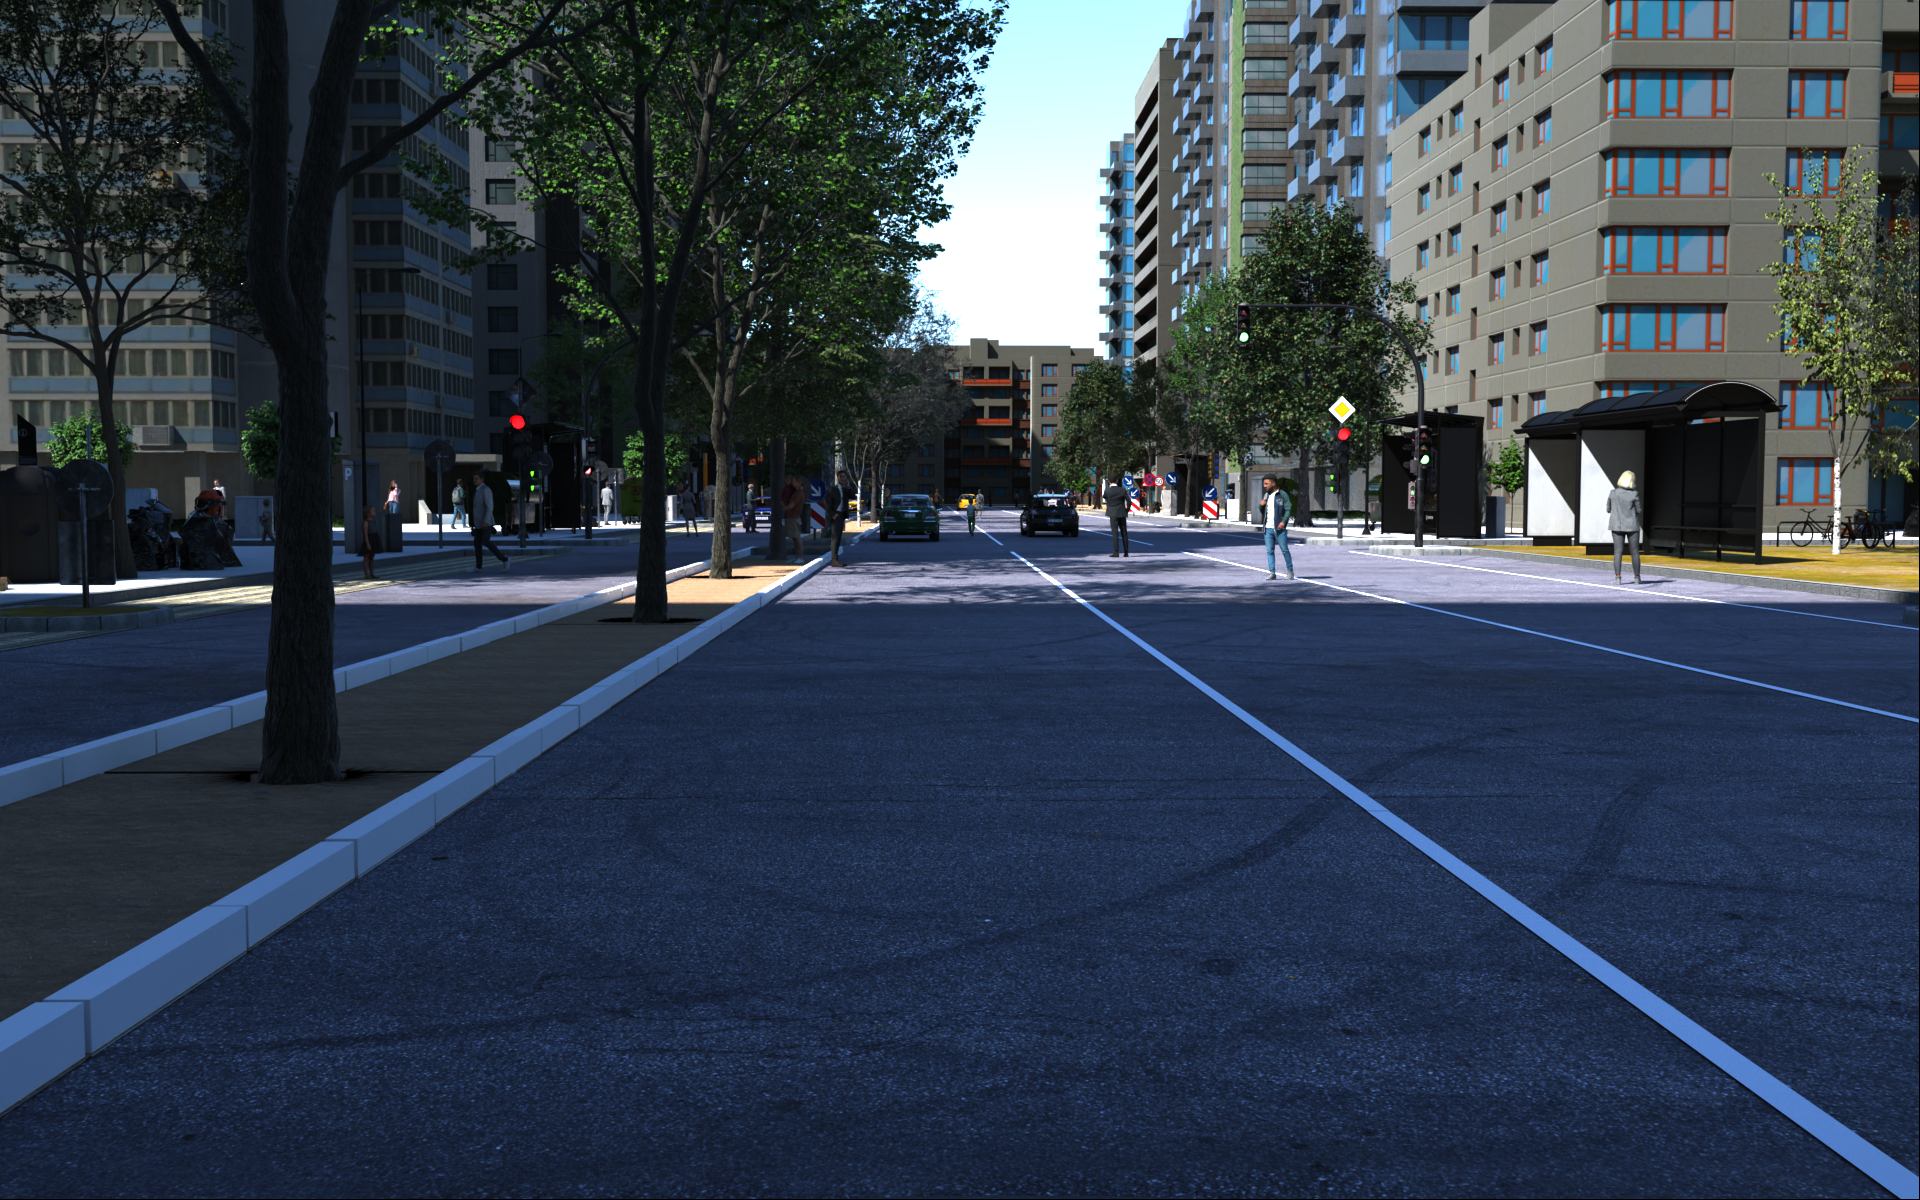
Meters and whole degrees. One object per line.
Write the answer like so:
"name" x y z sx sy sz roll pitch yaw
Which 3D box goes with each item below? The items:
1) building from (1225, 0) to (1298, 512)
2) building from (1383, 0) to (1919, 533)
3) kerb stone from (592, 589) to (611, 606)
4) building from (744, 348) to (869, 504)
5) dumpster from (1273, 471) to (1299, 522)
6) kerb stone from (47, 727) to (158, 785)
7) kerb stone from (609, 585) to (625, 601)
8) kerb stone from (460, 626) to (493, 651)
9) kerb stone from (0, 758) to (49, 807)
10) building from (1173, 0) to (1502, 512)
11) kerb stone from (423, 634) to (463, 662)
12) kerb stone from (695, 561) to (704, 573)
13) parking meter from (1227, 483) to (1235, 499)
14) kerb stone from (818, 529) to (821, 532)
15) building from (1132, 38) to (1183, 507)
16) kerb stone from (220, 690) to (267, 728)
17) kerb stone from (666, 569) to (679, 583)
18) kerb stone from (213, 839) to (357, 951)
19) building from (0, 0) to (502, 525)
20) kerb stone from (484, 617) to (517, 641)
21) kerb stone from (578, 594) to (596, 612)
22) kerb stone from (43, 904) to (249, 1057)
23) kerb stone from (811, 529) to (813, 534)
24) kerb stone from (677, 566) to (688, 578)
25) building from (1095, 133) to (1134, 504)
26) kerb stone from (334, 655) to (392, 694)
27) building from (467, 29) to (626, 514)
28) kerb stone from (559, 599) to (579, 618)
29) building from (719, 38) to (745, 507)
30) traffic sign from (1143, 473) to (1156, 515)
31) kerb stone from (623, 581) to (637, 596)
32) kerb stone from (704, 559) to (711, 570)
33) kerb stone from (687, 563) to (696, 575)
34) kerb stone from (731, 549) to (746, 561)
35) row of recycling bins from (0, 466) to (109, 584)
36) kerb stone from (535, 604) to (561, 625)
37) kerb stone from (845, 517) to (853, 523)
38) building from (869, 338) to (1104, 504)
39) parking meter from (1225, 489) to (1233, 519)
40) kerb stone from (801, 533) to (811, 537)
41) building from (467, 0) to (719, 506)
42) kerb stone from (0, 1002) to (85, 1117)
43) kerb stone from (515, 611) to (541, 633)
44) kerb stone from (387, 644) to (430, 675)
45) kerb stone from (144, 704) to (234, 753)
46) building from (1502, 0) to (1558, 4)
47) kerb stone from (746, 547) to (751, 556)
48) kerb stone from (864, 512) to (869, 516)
"building" 27.432 -27.459 132.546 14.154 41.232 14.086 0 4 -1
"building" 35.205 -13.764 70.084 28.899 21.520 27.650 0 4 -1
"kerb stone" -4.681 -0.006 22.290 0.120 0.150 1.000 0 4 -1
"building" -25.665 -23.541 229.940 28.899 21.520 27.650 0 4 -1
"dumpster" 13.797 -4.408 74.566 1.502 2.255 1.985 0 4 -1
"kerb stone" -4.447 0.811 8.960 0.120 0.150 1.000 0 4 -1
"kerb stone" -4.700 -0.069 23.316 0.120 0.150 1.000 0 4 -1
"kerb stone" -4.563 0.377 16.139 0.120 0.150 1.000 0 4 -1
"kerb stone" -4.426 0.872 7.939 0.120 0.150 1.000 0 4 -1
"building" 31.215 -32.760 155.237 23.786 49.044 30.456 0 4 -1
"kerb stone" -4.558 0.434 15.112 0.120 0.150 1.000 0 4 -1
"kerb stone" -4.841 -0.571 31.530 0.120 0.150 1.000 0 4 -1
"parking meter" 14.188 -5.202 90.767 0.399 1.863 0.255 -3 5 -40
"kerb stone" -5.408 -2.610 64.865 0.120 0.150 1.000 0 4 -1
"building" 30.055 -34.138 181.856 21.300 48.544 21.600 0 4 -1
"kerb stone" -4.487 0.686 11.024 0.120 0.150 1.000 0 4 -1
"kerb stone" -4.792 -0.381 28.462 0.120 0.150 1.000 0 4 -1
"kerb stone" -2.298 1.001 5.924 0.120 0.150 1.000 0 4 -1
"building" -36.305 -23.686 79.142 32.217 40.220 23.993 0 4 -1
"kerb stone" -4.598 0.309 17.164 0.120 0.150 1.000 0 4 -1
"kerb stone" -4.659 0.066 21.268 0.120 0.150 1.000 0 4 -1
"kerb stone" -2.278 1.060 4.902 0.120 0.150 1.000 0 4 -1
"kerb stone" -5.339 -2.359 60.765 0.120 0.150 1.000 0 4 -1
"kerb stone" -4.808 -0.446 29.484 0.120 0.150 1.000 0 4 -1
"building" 33.077 -37.213 228.038 30.456 49.044 23.786 0 4 -1
"kerb stone" -4.519 0.558 13.067 0.120 0.150 1.000 0 4 -1
"building" -29.713 -20.720 110.471 14.160 30.474 14.107 0 4 -1
"kerb stone" -4.642 0.119 20.245 0.120 0.150 1.000 0 4 -1
"building" -37.172 -39.048 180.427 28.212 58.520 21.231 0 4 -1
"traffic sign" 11.677 -6.522 106.748 0.768 2.556 0.104 0 4 4
"kerb stone" -4.712 -0.132 24.347 0.120 0.150 1.000 0 4 -1
"kerb stone" -4.858 -0.633 32.553 0.120 0.150 1.000 0 4 -1
"kerb stone" -4.819 -0.507 30.506 0.120 0.150 1.000 0 4 -1
"kerb stone" -4.963 -1.002 38.708 0.120 0.150 1.000 0 4 -1
"row of recycling bins" -13.800 -1.184 26.477 1.069 1.692 3.534 -1 4 -12
"kerb stone" -4.621 0.182 19.223 0.120 0.150 1.000 0 4 -1
"kerb stone" -5.873 -4.237 91.502 0.120 0.150 1.000 0 4 -1
"building" 3.238 -23.544 229.986 28.899 21.520 27.650 0 4 -1
"parking meter" 13.810 -4.929 88.994 0.372 1.533 0.369 0 3 0
"kerb stone" -5.320 -2.296 59.742 0.120 0.150 1.000 0 4 -1
"building" -33.536 -32.554 155.958 21.300 48.544 21.600 0 4 -1
"kerb stone" -2.264 1.120 3.877 0.120 0.150 1.000 0 4 -1
"kerb stone" -4.604 0.248 18.191 0.120 0.150 1.000 0 4 -1
"kerb stone" -4.538 0.499 14.090 0.120 0.150 1.000 0 4 -1
"kerb stone" -4.469 0.753 9.993 0.120 0.150 1.000 0 4 -1
"building" 33.342 -29.928 108.933 23.786 49.044 30.456 0 4 -1
"kerb stone" -4.977 -1.073 39.738 0.120 0.150 1.000 0 4 -1
"kerb stone" -6.251 -5.615 114.030 0.120 0.150 1.000 0 4 -1
